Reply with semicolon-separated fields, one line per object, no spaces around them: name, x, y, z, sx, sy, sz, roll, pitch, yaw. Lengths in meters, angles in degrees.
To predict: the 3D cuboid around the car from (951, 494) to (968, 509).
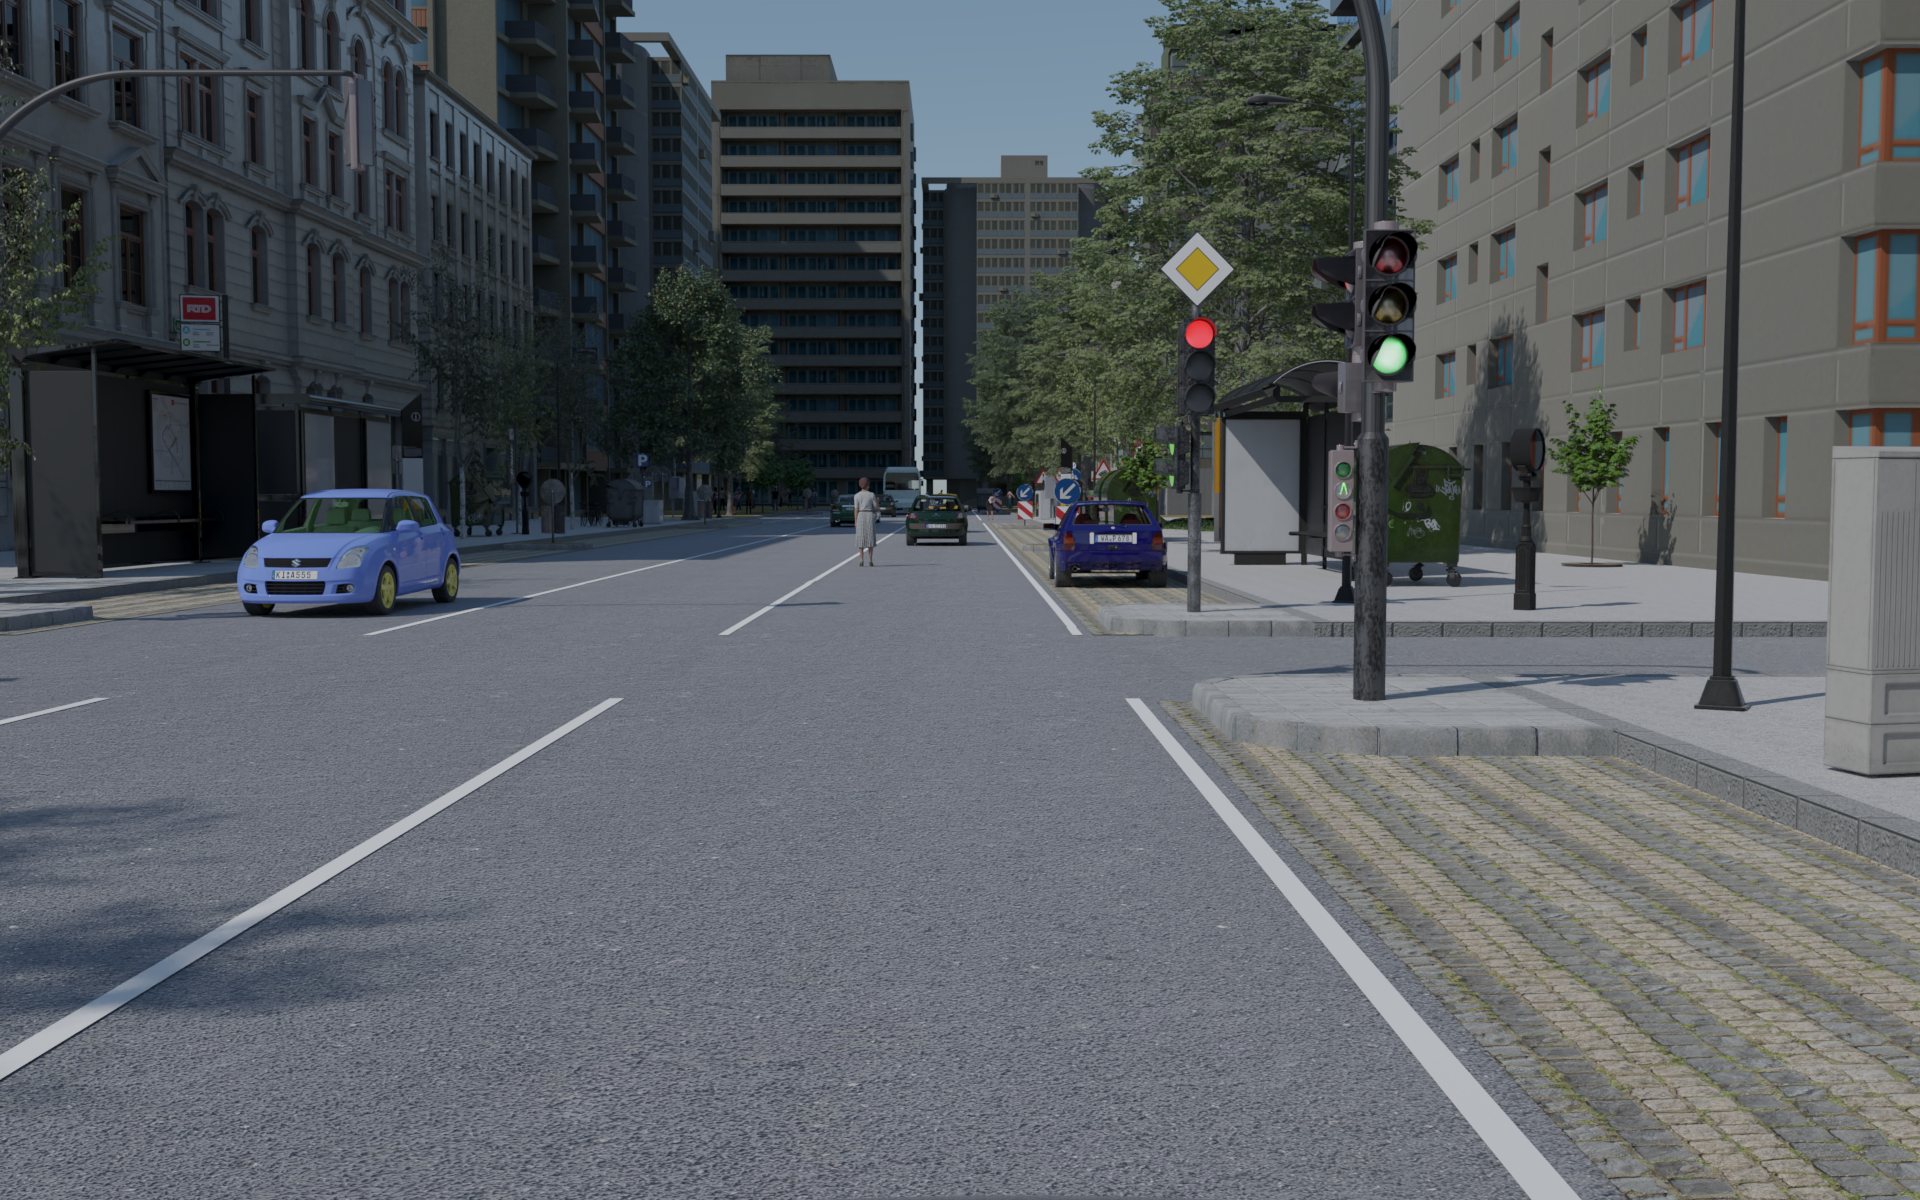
car;-0.684;-3.390;65.642;2.015;1.641;3.980;0;4;-1

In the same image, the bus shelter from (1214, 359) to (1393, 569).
bus shelter;5.503;-2.129;28.727;2.014;3.302;5.546;0;4;0

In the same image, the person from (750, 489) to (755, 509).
person;-18.227;-8.875;151.021;0.599;1.838;0.709;0;4;4

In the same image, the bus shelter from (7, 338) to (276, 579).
bus shelter;-13.580;-2.323;29.272;1.731;3.624;6.357;0;4;0

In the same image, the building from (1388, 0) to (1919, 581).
building;27.180;-11.777;37.590;28.899;21.520;27.650;0;3;0

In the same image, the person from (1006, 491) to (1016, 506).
person;5.089;-10.015;170.501;1.217;1.735;0.721;1;4;14

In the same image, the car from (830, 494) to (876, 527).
car;-4.728;-3.966;76.649;2.131;1.459;4.920;0;3;0

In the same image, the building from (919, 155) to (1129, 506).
building;7.348;-31.156;201.275;23.993;40.220;32.217;0;3;0

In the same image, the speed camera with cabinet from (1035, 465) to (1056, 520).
speed camera with cabinet;4.290;-5.670;87.045;0.660;3.252;2.038;-1;4;-11

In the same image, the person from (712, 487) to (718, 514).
person;-15.748;-6.365;110.801;0.721;1.739;1.217;-1;4;-12

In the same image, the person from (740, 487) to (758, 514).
person;-13.616;-6.404;111.464;1.217;1.735;0.721;-1;4;-13

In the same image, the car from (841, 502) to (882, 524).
car;-4.881;-4.456;84.856;2.014;1.417;4.499;0;4;2

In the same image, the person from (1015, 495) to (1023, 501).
person;5.119;-8.454;144.991;1.217;1.736;0.721;2;4;26

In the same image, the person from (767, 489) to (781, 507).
person;-17.998;-9.855;167.307;1.348;1.807;0.705;0;4;-5

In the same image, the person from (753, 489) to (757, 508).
person;-19.353;-9.499;161.871;0.721;1.766;1.217;3;4;37

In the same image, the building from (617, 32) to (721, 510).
building;-33.263;-27.764;145.816;23.993;40.220;32.217;0;3;0

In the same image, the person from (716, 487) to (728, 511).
person;-18.074;-7.690;131.789;1.348;1.823;0.705;1;4;9

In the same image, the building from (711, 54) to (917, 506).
building;-15.873;-34.957;195.253;21.600;48.544;21.300;0;3;0

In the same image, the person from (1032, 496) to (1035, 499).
person;6.094;-7.710;132.814;1.217;1.735;0.721;2;4;33

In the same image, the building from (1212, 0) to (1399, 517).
building;24.086;-46.370;70.829;22.319;86.520;31.000;0;3;0

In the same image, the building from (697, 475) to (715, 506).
building;-33.713;-31.110;192.250;14.086;41.232;14.154;0;3;0

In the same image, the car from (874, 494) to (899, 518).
car;-4.814;-5.947;107.014;2.009;1.686;4.222;0;4;-1

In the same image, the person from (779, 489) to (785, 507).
person;-17.462;-9.953;169.494;0.721;1.735;1.217;1;4;20

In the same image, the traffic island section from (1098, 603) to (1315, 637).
traffic island section;2.566;0.211;18.836;2.009;0.180;2.903;0;3;0

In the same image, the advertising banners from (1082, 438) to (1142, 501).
advertising banners;4.879;-3.562;54.429;2.074;3.025;0.090;1;4;10

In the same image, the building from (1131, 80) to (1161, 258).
building;34.576;-35.250;195.937;30.456;49.044;23.786;0;3;0

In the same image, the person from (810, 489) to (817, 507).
person;-14.057;-9.845;167.092;0.705;1.814;1.350;-2;4;-33

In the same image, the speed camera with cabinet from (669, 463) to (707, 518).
speed camera with cabinet;-14.343;-5.933;91.342;2.038;3.252;0.660;2;4;24

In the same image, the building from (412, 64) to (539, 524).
building;-26.465;-14.122;80.046;9.793;20.994;18.267;0;3;0

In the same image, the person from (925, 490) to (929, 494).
person;-2.966;-9.537;164.297;0.599;1.838;0.709;2;4;29

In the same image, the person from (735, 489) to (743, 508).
person;-21.257;-9.731;165.286;1.348;1.807;0.705;-3;5;-44

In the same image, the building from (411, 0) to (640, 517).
building;-32.499;-27.711;107.707;22.147;44.769;28.867;0;3;0

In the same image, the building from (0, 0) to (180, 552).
building;-26.290;-12.245;36.365;11.583;22.565;21.152;0;3;0

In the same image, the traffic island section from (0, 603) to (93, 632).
traffic island section;-10.876;0.211;18.831;2.009;0.180;2.903;0;3;0

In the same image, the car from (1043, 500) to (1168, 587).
car;2.322;-0.929;27.768;1.945;1.354;3.894;0;4;1

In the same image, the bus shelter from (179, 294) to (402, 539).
bus shelter;-14.570;-3.665;37.554;2.179;5.291;8.768;0;3;0

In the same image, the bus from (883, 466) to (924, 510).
bus;-4.082;-7.916;124.291;2.948;3.499;13.247;0;4;-1

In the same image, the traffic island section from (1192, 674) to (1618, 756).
traffic island section;2.572;0.699;10.851;2.009;0.180;2.903;0;3;0

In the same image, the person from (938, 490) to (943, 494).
person;-1.520;-7.547;132.336;0.683;1.767;0.568;0;4;2

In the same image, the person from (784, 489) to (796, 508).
person;-15.795;-9.409;160.702;1.217;1.723;0.721;0;4;1

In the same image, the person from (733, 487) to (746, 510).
person;-17.341;-7.927;135.731;1.350;1.814;0.705;-1;4;-20

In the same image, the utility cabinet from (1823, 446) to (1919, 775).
utility cabinet;4.627;0.042;7.999;1.173;1.500;0.318;-1;4;-12

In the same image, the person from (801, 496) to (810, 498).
person;-14.187;-9.388;159.550;0.705;1.823;1.348;2;4;27

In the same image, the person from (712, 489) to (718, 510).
person;-19.490;-8.035;138.355;0.756;1.711;0.436;-2;4;-31

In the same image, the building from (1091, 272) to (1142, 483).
building;26.185;-18.513;147.724;27.650;21.520;28.899;0;3;0

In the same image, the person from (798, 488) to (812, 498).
person;-13.431;-8.827;149.997;1.348;1.869;0.705;0;4;-5

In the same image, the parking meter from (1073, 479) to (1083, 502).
parking meter;4.550;-3.759;67.176;0.399;1.863;0.255;-2;4;-35

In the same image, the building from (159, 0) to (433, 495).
building;-28.036;-16.591;58.653;14.401;28.519;23.554;0;3;0

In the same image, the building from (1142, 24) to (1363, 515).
building;19.525;-20.726;110.571;14.160;30.474;14.107;0;3;0

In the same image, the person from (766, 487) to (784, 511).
person;-13.970;-7.639;130.951;1.348;1.822;0.705;0;4;-1

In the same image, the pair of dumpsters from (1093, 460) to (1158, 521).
pair of dumpsters;4.647;-2.788;48.074;1.574;2.255;4.437;0;3;0

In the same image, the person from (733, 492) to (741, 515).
person;-13.593;-5.861;105.103;0.697;1.427;0.421;-2;4;-32

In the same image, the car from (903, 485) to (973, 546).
car;-0.644;-2.420;49.359;2.009;1.686;4.222;0;4;0

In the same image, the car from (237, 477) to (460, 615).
car;-7.569;-0.735;21.617;1.945;1.707;3.694;0;4;1

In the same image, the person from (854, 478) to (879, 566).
person;-1.841;-1.543;34.305;0.480;1.755;0.524;0;4;2

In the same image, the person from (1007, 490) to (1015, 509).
person;4.409;-8.760;149.976;0.721;1.736;1.217;-2;4;-31

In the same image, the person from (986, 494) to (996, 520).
person;1.747;-5.167;96.175;0.799;1.438;0.628;2;4;31

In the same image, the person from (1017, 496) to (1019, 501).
person;5.052;-8.508;146.069;0.541;1.710;0.530;-1;4;-17
